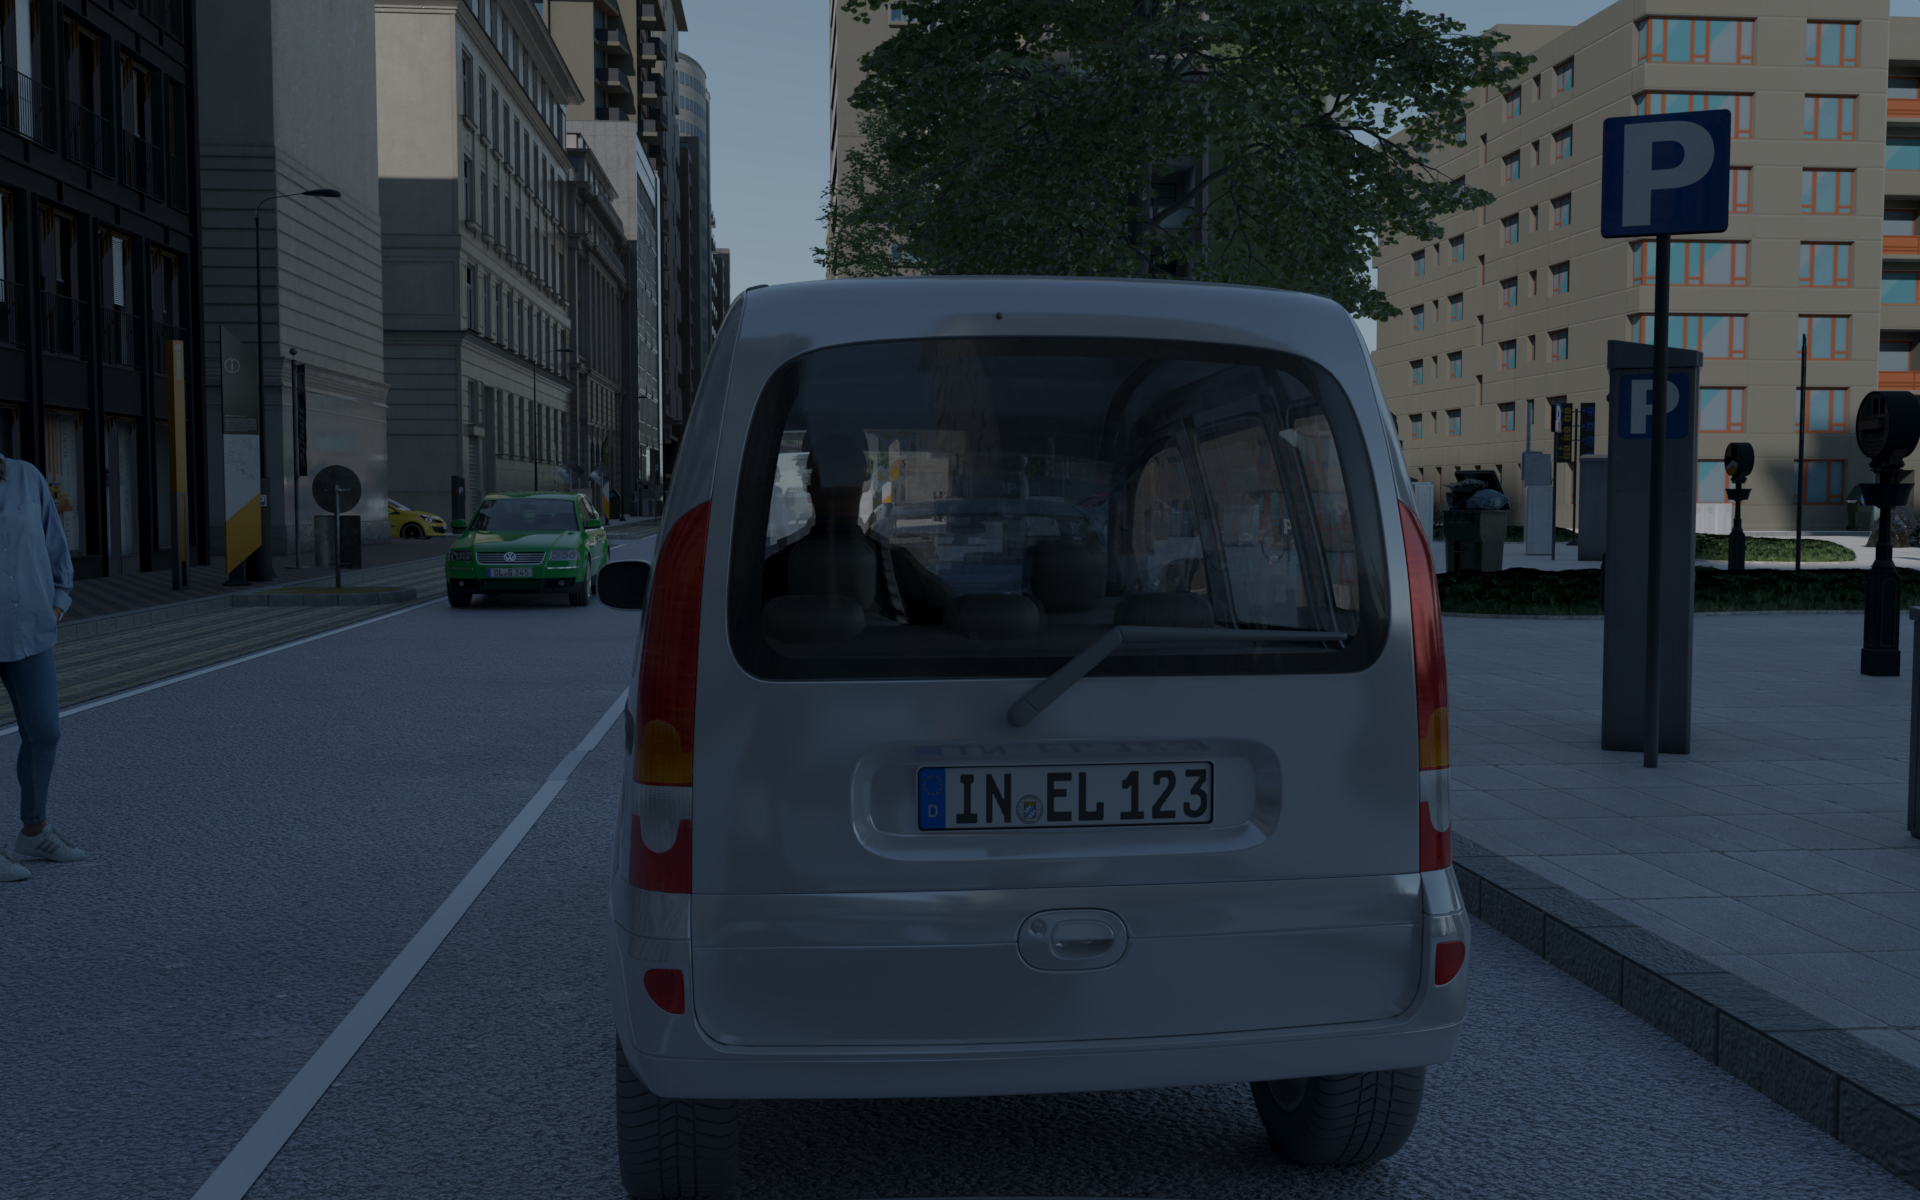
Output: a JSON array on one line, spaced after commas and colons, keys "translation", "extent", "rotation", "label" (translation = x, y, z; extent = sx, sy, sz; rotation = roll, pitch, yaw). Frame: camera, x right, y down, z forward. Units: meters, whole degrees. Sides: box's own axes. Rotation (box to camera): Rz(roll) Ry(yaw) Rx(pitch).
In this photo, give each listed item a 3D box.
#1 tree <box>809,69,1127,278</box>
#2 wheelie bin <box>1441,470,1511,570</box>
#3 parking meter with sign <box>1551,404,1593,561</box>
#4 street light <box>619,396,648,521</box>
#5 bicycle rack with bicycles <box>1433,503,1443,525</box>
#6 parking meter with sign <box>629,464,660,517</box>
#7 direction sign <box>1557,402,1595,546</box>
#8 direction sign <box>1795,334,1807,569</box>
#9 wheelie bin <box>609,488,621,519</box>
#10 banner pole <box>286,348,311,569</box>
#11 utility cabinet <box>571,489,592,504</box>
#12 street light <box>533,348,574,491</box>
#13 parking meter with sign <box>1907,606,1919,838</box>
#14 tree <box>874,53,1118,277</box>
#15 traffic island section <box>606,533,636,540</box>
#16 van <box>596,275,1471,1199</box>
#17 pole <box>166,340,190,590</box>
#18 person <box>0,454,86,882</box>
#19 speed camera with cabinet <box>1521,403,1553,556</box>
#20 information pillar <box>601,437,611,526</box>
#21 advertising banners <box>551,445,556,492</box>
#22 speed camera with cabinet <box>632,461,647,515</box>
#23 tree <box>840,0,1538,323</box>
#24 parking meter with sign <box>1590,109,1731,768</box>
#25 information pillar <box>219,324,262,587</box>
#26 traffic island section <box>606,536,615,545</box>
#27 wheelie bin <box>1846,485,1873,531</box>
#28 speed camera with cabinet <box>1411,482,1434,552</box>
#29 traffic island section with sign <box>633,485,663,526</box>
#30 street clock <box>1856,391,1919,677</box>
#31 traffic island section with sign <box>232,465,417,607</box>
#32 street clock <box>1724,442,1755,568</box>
[{"translation": [0.197, -7.096, 41.782], "extent": [9.928, 11.665, 9.643], "rotation": [0, 3, 0], "label": "tree"}, {"translation": [6.788, -0.910, 22.794], "extent": [0.693, 1.594, 0.980], "rotation": [-3, 4, -36], "label": "wheelie bin"}, {"translation": [12.247, -2.257, 33.164], "extent": [1.738, 3.016, 0.543], "rotation": [2, 4, 29], "label": "parking meter with sign"}, {"translation": [-15.477, -6.701, 82.100], "extent": [1.470, 5.913, 1.316], "rotation": [0, 4, -6], "label": "street light"}, {"translation": [17.748, -3.275, 66.927], "extent": [2.925, 0.926, 2.852], "rotation": [2, 4, 30], "label": "bicycle rack with bicycles"}, {"translation": [-17.981, -6.269, 98.763], "extent": [1.738, 3.016, 0.543], "rotation": [-3, 5, -39], "label": "parking meter with sign"}, {"translation": [15.288, -3.122, 43.043], "extent": [0.876, 3.537, 0.379], "rotation": [2, 4, 26], "label": "direction sign"}, {"translation": [12.098, -2.013, 24.913], "extent": [0.379, 3.537, 0.876], "rotation": [2, 4, 27], "label": "direction sign"}, {"translation": [-17.568, -4.897, 87.981], "extent": [0.693, 1.594, 0.980], "rotation": [-1, 4, -9], "label": "wheelie bin"}, {"translation": [-11.270, -2.419, 29.567], "extent": [0.401, 3.779, 0.863], "rotation": [-3, 4, -37], "label": "banner pole"}, {"translation": [-15.680, -3.857, 71.737], "extent": [0.318, 1.500, 1.173], "rotation": [1, 4, 19], "label": "utility cabinet"}, {"translation": [-13.012, -5.063, 55.323], "extent": [1.470, 5.913, 1.316], "rotation": [0, 4, -6], "label": "street light"}, {"translation": [4.419, -0.611, 6.244], "extent": [1.738, 3.016, 0.543], "rotation": [0, 4, -1], "label": "parking meter with sign"}, {"translation": [0.851, -4.724, 27.603], "extent": [4.737, 8.622, 4.395], "rotation": [0, 3, 0], "label": "tree"}, {"translation": [-11.507, -2.043, 55.678], "extent": [2.009, 0.180, 2.903], "rotation": [0, 4, -6], "label": "traffic island section"}, {"translation": [-0.065, 0.124, 4.976], "extent": [2.013, 2.044, 4.112], "rotation": [0, 4, -7], "label": "van"}, {"translation": [-10.435, -1.790, 23.108], "extent": [0.158, 3.312, 0.155], "rotation": [0, 3, 0], "label": "pole"}, {"translation": [-3.608, 0.140, 6.472], "extent": [0.793, 1.790, 0.793], "rotation": [0, 4, 3], "label": "person"}, {"translation": [12.340, -2.604, 36.915], "extent": [0.660, 3.252, 2.038], "rotation": [1, 4, 15], "label": "speed camera with cabinet"}, {"translation": [-14.442, -4.844, 70.560], "extent": [0.183, 3.616, 0.504], "rotation": [1, 4, 14], "label": "information pillar"}, {"translation": [-14.241, -3.947, 60.728], "extent": [0.090, 3.025, 2.074], "rotation": [-1, 4, -9], "label": "advertising banners"}, {"translation": [-19.397, -6.751, 104.707], "extent": [0.660, 3.252, 2.038], "rotation": [-1, 4, -19], "label": "speed camera with cabinet"}, {"translation": [2.002, -6.100, 17.858], "extent": [7.486, 12.596, 7.792], "rotation": [0, 3, 0], "label": "tree"}, {"translation": [3.547, -0.767, 8.808], "extent": [0.543, 3.016, 1.738], "rotation": [1, 4, 22], "label": "parking meter with sign"}, {"translation": [-10.034, -2.005, 24.136], "extent": [0.504, 3.616, 0.183], "rotation": [-3, 4, -37], "label": "information pillar"}, {"translation": [-10.734, -1.557, 47.730], "extent": [2.009, 0.180, 2.903], "rotation": [0, 4, -6], "label": "traffic island section"}, {"translation": [31.045, -3.172, 59.768], "extent": [0.693, 1.594, 0.980], "rotation": [0, 4, -6], "label": "wheelie bin"}, {"translation": [5.722, -1.858, 24.722], "extent": [2.038, 3.252, 0.660], "rotation": [3, 5, 45], "label": "speed camera with cabinet"}, {"translation": [-13.733, -4.271, 78.466], "extent": [1.989, 1.847, 2.006], "rotation": [0, 4, -6], "label": "traffic island section with sign"}, {"translation": [6.513, -0.467, 12.199], "extent": [0.358, 2.002, 0.471], "rotation": [0, 4, 1], "label": "street clock"}, {"translation": [-8.325, -0.875, 22.927], "extent": [1.989, 1.847, 2.006], "rotation": [0, 4, -6], "label": "traffic island section with sign"}, {"translation": [10.912, -1.207, 24.299], "extent": [0.358, 2.002, 0.471], "rotation": [0, 4, 1], "label": "street clock"}]
